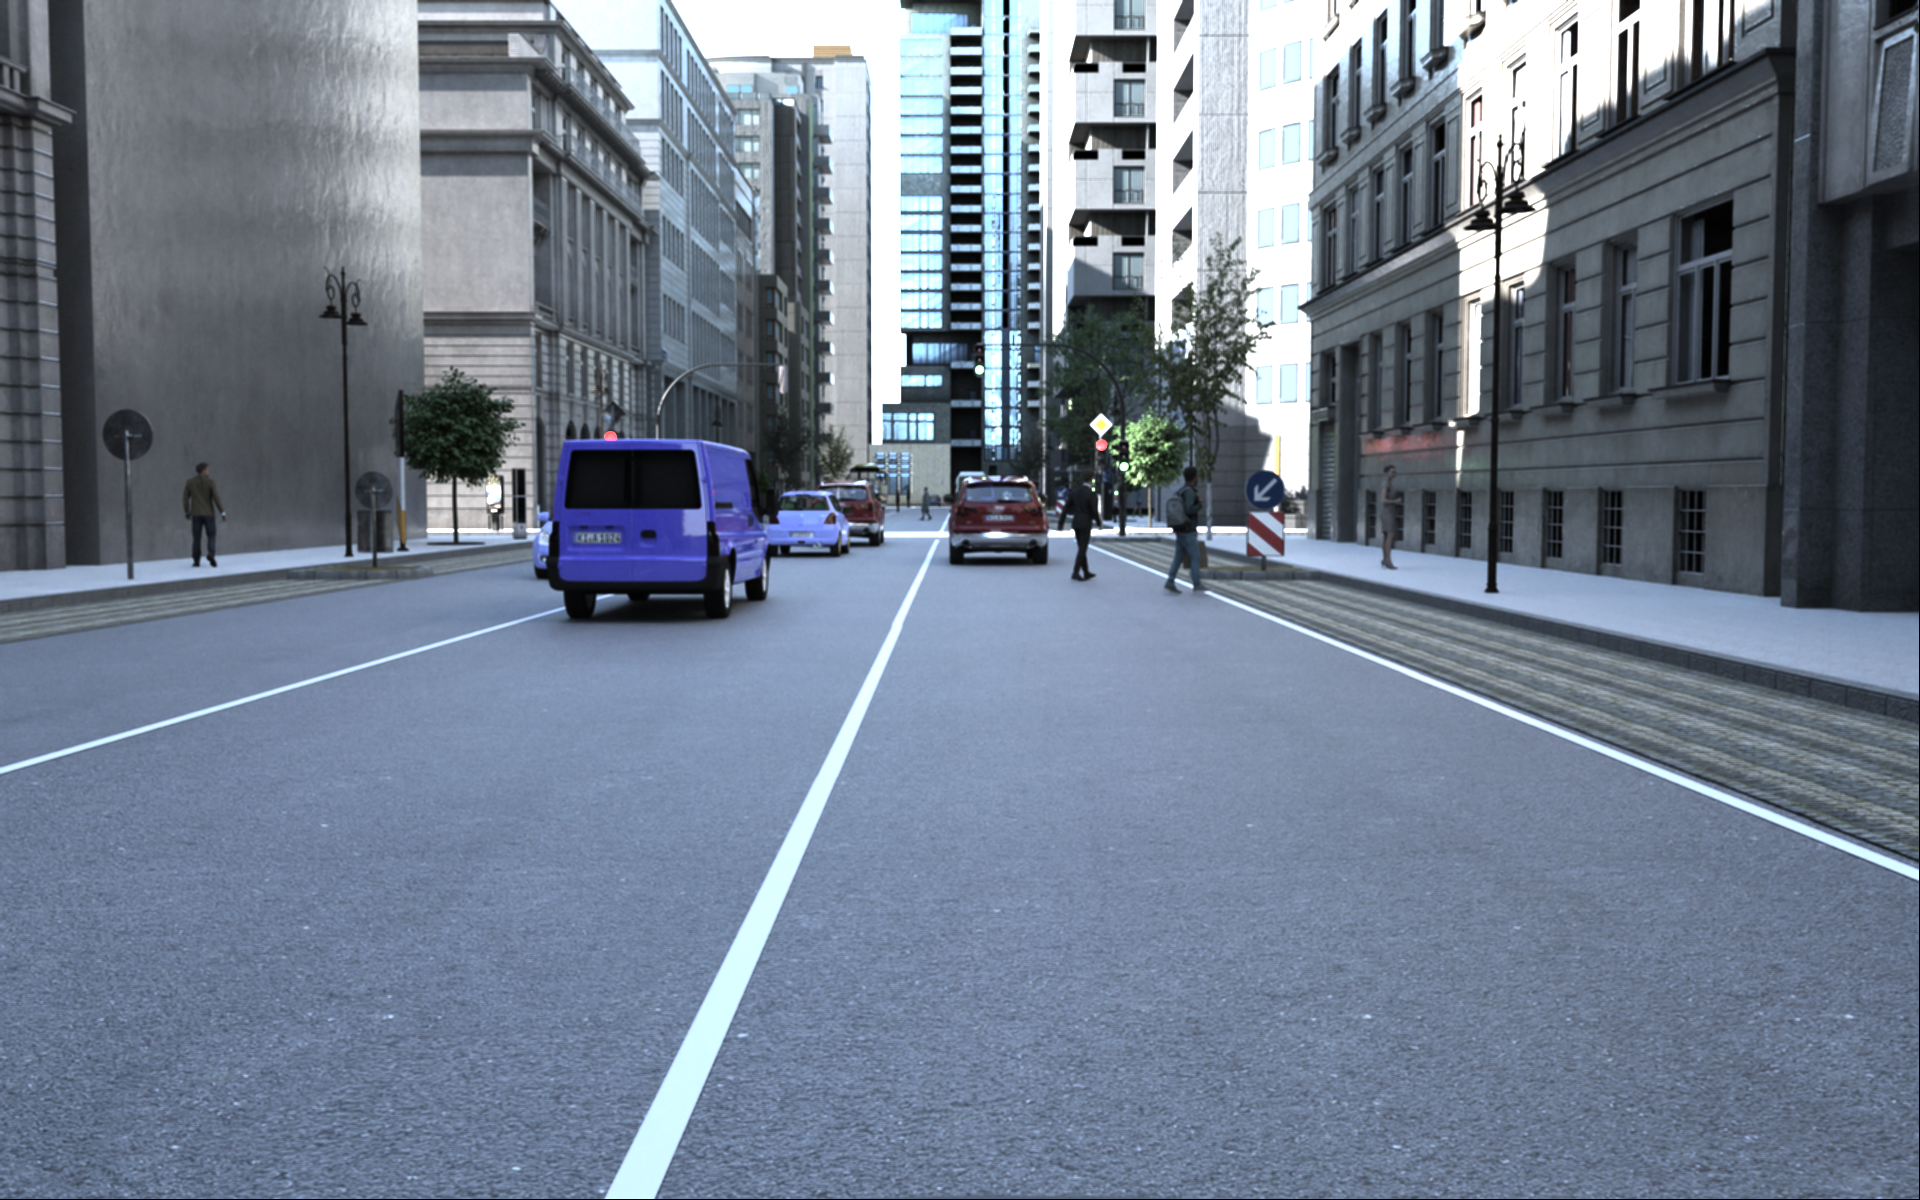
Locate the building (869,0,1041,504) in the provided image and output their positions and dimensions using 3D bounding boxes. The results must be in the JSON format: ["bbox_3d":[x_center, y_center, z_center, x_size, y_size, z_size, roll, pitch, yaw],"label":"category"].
[{"bbox_3d":[3.794,-56.140,230.552,31.000,86.520,22.319,0,3,0],"label":"building"}]

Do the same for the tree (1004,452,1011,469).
[{"bbox_3d":[7.917,-16.078,213.229,4.360,8.622,3.978,0,3,0],"label":"tree"}]

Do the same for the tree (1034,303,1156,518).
[{"bbox_3d":[7.855,-10.247,93.299,9.928,11.665,9.643,0,3,0],"label":"tree"}]

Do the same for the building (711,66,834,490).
[{"bbox_3d":[-29.991,-35.325,197.179,30.456,49.044,23.786,0,3,0],"label":"building"}]

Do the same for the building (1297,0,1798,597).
[{"bbox_3d":[17.285,-12.346,35.133,16.112,22.955,30.059,0,3,0],"label":"building"}]

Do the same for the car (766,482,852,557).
[{"bbox_3d":[-3.545,-1.914,40.878,1.945,1.707,3.694,0,4,1],"label":"car"}]

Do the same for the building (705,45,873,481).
[{"bbox_3d":[-25.878,-42.134,230.885,28.212,58.520,21.231,0,3,0],"label":"building"}]

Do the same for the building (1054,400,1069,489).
[{"bbox_3d":[20.616,-31.283,166.104,22.147,44.769,28.867,0,3,0],"label":"building"}]

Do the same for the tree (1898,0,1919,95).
[{"bbox_3d":[7.141,-3.619,9.526,4.360,8.622,3.978,0,3,0],"label":"tree"}]

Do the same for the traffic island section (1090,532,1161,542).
[{"bbox_3d":[4.936,-1.850,52.527,2.009,0.180,2.903,0,3,0],"label":"traffic island section"}]

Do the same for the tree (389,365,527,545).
[{"bbox_3d":[-12.820,-3.701,44.226,4.285,4.588,4.351,0,3,0],"label":"tree"}]

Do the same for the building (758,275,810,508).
[{"bbox_3d":[-28.214,-18.712,150.985,27.650,21.520,28.899,0,3,0],"label":"building"}]

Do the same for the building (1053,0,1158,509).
[{"bbox_3d":[20.598,-32.452,119.823,28.713,52.752,27.495,0,3,0],"label":"building"}]

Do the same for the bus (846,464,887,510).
[{"bbox_3d":[-7.625,-9.354,144.492,2.896,3.916,12.252,0,4,0],"label":"bus"}]

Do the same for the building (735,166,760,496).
[{"bbox_3d":[-21.718,-18.807,125.520,12.078,24.808,19.932,0,3,0],"label":"building"}]

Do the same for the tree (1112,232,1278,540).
[{"bbox_3d":[6.705,-5.971,47.996,4.737,8.622,4.395,0,3,0],"label":"tree"}]

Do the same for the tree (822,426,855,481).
[{"bbox_3d":[-13.130,-14.269,183.659,4.360,8.622,3.978,0,3,0],"label":"tree"}]

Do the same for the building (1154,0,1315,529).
[{"bbox_3d":[23.211,-32.349,70.908,28.212,58.520,21.231,0,3,0],"label":"building"}]

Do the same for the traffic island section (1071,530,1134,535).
[{"bbox_3d":[4.932,-2.338,60.512,2.009,0.180,2.903,0,3,0],"label":"traffic island section"}]

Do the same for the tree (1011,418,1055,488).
[{"bbox_3d":[7.203,-13.246,166.935,4.360,8.622,3.978,0,3,0],"label":"tree"}]

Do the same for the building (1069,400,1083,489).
[{"bbox_3d":[16.085,-28.207,144.773,14.154,41.232,14.086,0,3,0],"label":"building"}]

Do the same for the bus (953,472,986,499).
[{"bbox_3d":[0.926,-9.498,150.155,2.948,3.499,13.247,0,4,-1],"label":"bus"}]

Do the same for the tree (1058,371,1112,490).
[{"bbox_3d":[7.728,-9.205,100.861,4.737,8.622,4.395,0,3,0],"label":"tree"}]

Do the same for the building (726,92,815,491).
[{"bbox_3d":[-22.053,-29.862,171.839,14.154,41.232,14.086,0,3,0],"label":"building"}]

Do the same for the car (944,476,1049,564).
[{"bbox_3d":[0.784,-1.732,36.994,2.281,1.827,5.304,0,3,0],"label":"car"}]

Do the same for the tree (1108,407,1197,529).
[{"bbox_3d":[7.188,-4.948,64.607,4.285,4.588,4.351,0,3,0],"label":"tree"}]

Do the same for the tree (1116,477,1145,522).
[{"bbox_3d":[7.737,-5.300,81.262,1.663,3.219,1.824,0,3,0],"label":"tree"}]

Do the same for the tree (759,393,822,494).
[{"bbox_3d":[-13.055,-11.045,130.947,4.360,8.622,3.978,0,3,0],"label":"tree"}]

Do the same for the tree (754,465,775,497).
[{"bbox_3d":[-12.851,-7.267,113.411,1.663,3.219,1.824,0,3,0],"label":"tree"}]

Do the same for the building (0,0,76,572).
[{"bbox_3d":[-21.306,-10.761,17.739,13.314,21.916,24.055,0,3,0],"label":"building"}]

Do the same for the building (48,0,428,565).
[{"bbox_3d":[-32.459,-14.397,39.901,34.151,26.468,19.350,0,3,0],"label":"building"}]

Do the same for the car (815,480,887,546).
[{"bbox_3d":[-3.224,-2.483,49.271,2.281,1.827,5.304,0,4,-1],"label":"car"}]

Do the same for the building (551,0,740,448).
[{"bbox_3d":[-20.274,-19.759,100.548,11.434,29.767,29.804,0,3,0],"label":"building"}]

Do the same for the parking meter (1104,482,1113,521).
[{"bbox_3d":[7.128,-4.730,83.052,0.399,1.863,0.255,-3,5,-39],"label":"parking meter"}]

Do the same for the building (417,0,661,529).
[{"bbox_3d":[-21.358,-14.188,73.768,13.314,21.916,24.055,0,3,0],"label":"building"}]

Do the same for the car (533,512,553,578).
[{"bbox_3d":[-6.420,-1.289,30.666,1.945,1.707,3.694,0,4,-2],"label":"car"}]

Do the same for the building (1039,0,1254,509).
[{"bbox_3d":[19.487,-39.919,194.672,21.231,58.520,28.212,0,3,0],"label":"building"}]

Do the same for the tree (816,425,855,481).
[{"bbox_3d":[-12.783,-13.950,178.443,4.737,8.622,4.395,0,3,0],"label":"tree"}]

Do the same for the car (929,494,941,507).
[{"bbox_3d":[-3.098,-11.471,199.553,2.014,1.417,4.499,0,4,0],"label":"car"}]

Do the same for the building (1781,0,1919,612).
[{"bbox_3d":[15.389,-11.688,9.124,12.078,24.808,19.932,0,3,0],"label":"building"}]
